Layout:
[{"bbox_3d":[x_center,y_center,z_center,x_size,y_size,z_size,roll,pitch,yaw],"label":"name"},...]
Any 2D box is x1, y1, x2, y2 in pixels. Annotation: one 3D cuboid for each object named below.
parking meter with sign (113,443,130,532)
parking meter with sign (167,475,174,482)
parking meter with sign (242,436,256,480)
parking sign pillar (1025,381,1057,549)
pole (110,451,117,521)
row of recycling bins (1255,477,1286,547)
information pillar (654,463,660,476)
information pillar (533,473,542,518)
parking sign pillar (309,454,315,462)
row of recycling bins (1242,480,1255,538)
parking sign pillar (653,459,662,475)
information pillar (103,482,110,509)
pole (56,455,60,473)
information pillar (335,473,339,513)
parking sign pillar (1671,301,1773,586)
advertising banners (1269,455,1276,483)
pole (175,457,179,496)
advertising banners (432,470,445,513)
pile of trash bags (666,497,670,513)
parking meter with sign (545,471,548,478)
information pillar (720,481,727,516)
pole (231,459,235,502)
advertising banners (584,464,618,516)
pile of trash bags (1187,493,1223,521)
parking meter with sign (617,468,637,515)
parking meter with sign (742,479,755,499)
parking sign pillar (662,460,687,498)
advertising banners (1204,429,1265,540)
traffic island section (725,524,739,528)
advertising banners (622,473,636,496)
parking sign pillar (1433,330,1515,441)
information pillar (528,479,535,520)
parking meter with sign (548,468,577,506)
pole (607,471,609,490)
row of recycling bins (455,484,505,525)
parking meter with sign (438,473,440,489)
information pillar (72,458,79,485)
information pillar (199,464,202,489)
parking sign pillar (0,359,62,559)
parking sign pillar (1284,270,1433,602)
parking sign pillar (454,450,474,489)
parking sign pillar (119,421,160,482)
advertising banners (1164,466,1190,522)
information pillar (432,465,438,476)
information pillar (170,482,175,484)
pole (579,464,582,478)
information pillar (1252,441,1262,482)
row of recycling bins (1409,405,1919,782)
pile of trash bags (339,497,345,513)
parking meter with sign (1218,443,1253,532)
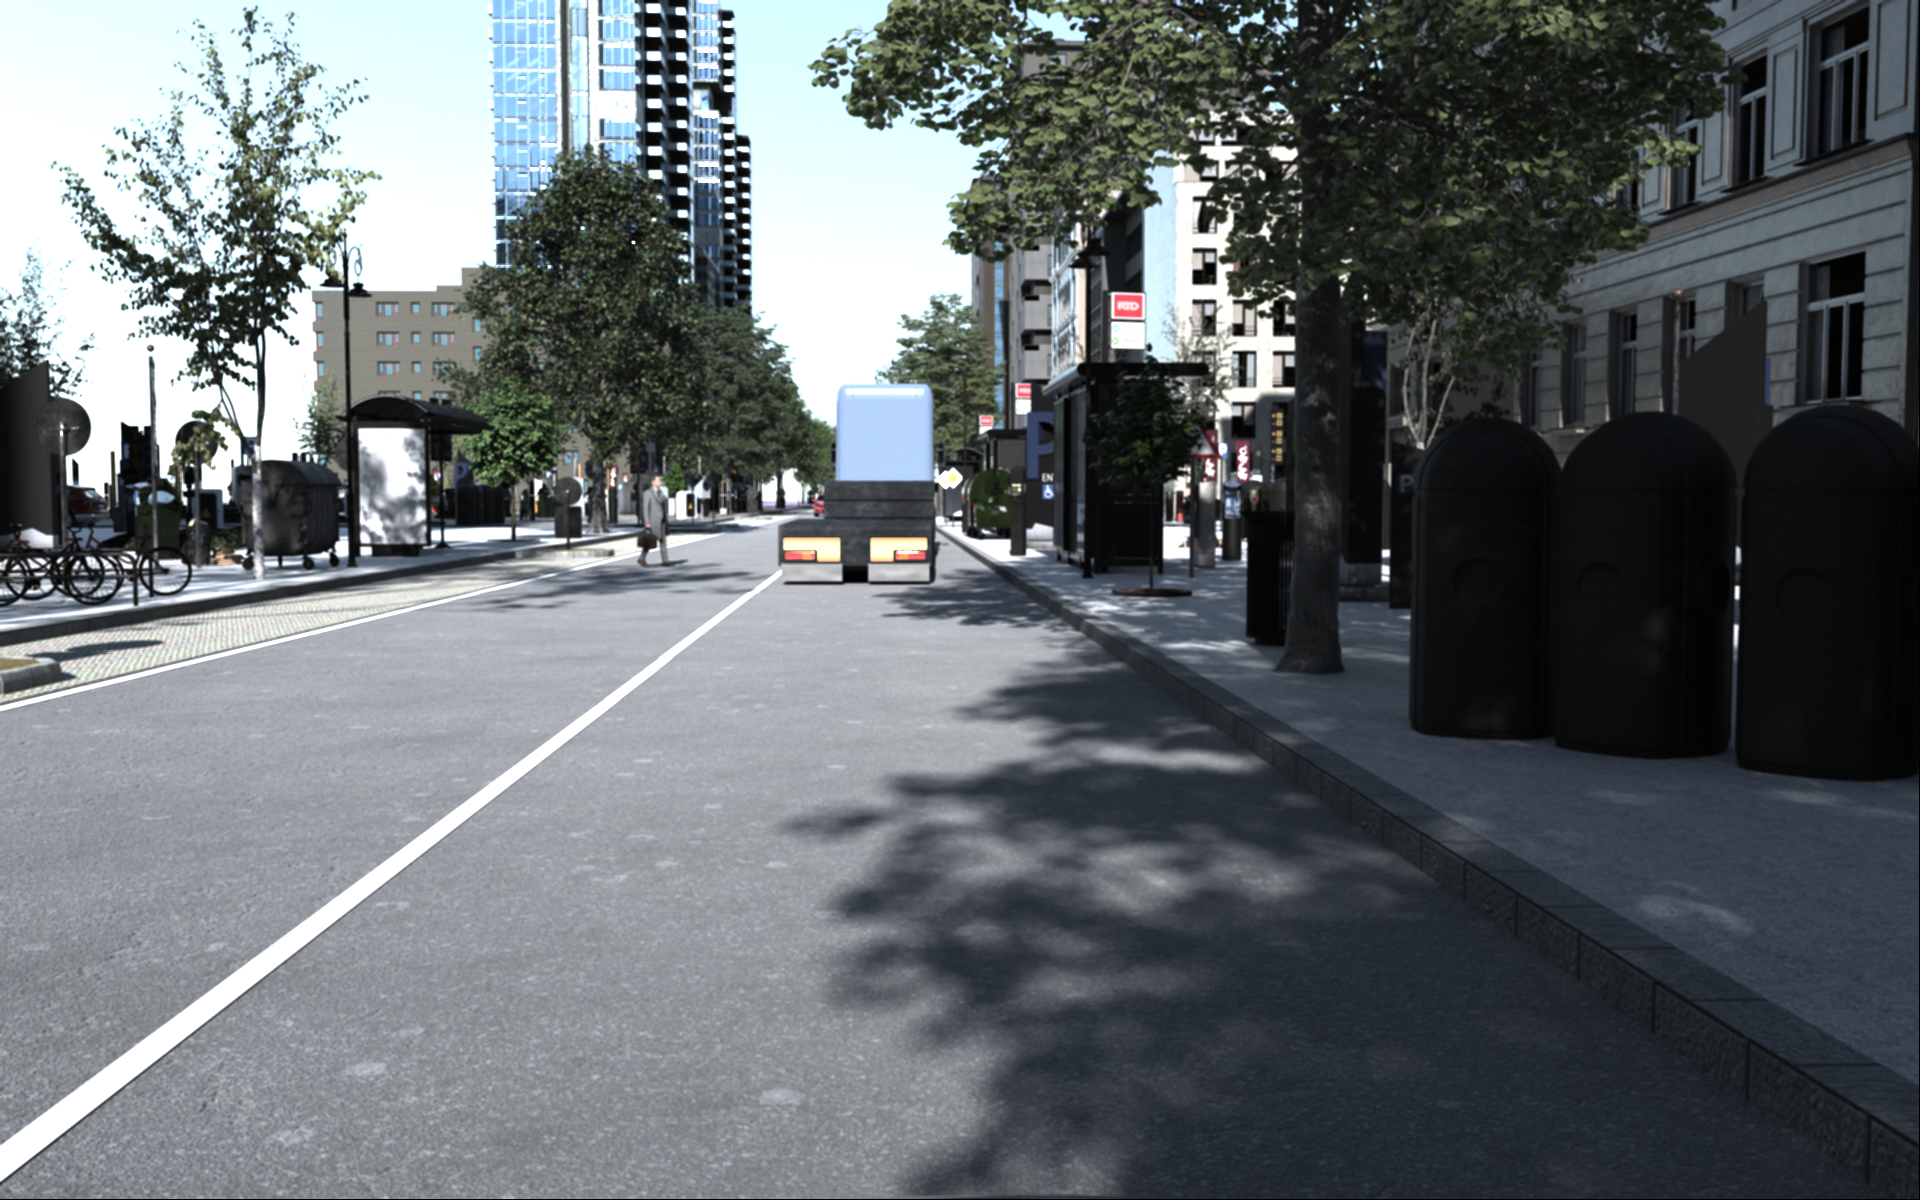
[{"bbox_3d":[-28.409,-3.833,58.938,0.543,3.016,1.738,-1,4,-12],"label":"parking meter with sign"},{"bbox_3d":[-65.490,-9.013,143.624,0.543,3.016,1.738,-2,4,-27],"label":"parking meter with sign"},{"bbox_3d":[-21.623,-3.487,53.276,0.543,3.016,1.738,-1,4,-13],"label":"parking meter with sign"},{"bbox_3d":[2.196,-3.205,40.878,1.447,3.967,1.447,2,4,32],"label":"parking sign pillar"},{"bbox_3d":[-39.950,-5.377,81.750,0.158,3.312,0.155,0,3,0],"label":"pole"},{"bbox_3d":[8.759,-2.085,41.195,1.069,1.692,3.534,-3,4,-37],"label":"row of recycling bins"},{"bbox_3d":[-22.871,-8.524,130.726,0.504,3.616,0.183,2,4,32],"label":"information pillar"},{"bbox_3d":[-23.053,-6.306,94.452,0.504,3.616,0.183,-2,4,-31],"label":"information pillar"},{"bbox_3d":[-43.091,-7.788,115.809,1.447,3.967,1.447,0,4,-6],"label":"parking sign pillar"},{"bbox_3d":[9.874,-2.699,51.249,3.534,1.692,1.069,-1,4,-23],"label":"row of recycling bins"},{"bbox_3d":[-23.082,-8.831,132.865,1.447,3.967,1.447,1,4,11],"label":"parking sign pillar"},{"bbox_3d":[-51.377,-6.104,104.294,0.304,2.012,0.304,-1,4,-20],"label":"information pillar"},{"bbox_3d":[-23.420,-3.137,45.133,0.158,3.312,0.155,0,3,0],"label":"pole"},{"bbox_3d":[-21.562,-3.363,59.482,0.304,2.012,0.304,1,4,18],"label":"information pillar"},{"bbox_3d":[10.914,-2.225,24.851,1.447,3.967,1.447,-3,5,-40],"label":"parking sign pillar"},{"bbox_3d":[9.830,-3.635,55.622,2.074,3.025,0.090,1,4,17],"label":"advertising banners"},{"bbox_3d":[-42.845,-6.172,94.749,0.158,3.312,0.155,0,3,0],"label":"pole"},{"bbox_3d":[-37.924,-8.029,127.462,2.074,3.025,0.090,1,4,17],"label":"advertising banners"},{"bbox_3d":[-20.341,-6.520,116.350,1.912,1.369,3.447,-2,4,-26],"label":"pile of trash bags"},{"bbox_3d":[-30.837,-8.308,132.101,1.738,3.016,0.543,3,4,37],"label":"parking meter with sign"},{"bbox_3d":[-13.621,-5.820,99.645,0.304,2.012,0.304,-3,5,-45],"label":"information pillar"},{"bbox_3d":[-42.277,-6.537,100.727,0.158,3.312,0.155,0,3,0],"label":"pole"},{"bbox_3d":[-21.224,-6.496,102.392,2.074,3.025,0.090,0,4,2],"label":"advertising banners"},{"bbox_3d":[12.458,-4.517,83.609,3.447,1.369,1.912,3,4,38],"label":"pile of trash bags"},{"bbox_3d":[-21.035,-6.880,108.757,0.543,3.016,1.738,3,4,37],"label":"parking meter with sign"},{"bbox_3d":[-18.204,-9.262,147.691,1.738,3.016,0.543,-2,4,-30],"label":"parking meter with sign"},{"bbox_3d":[-19.909,-8.176,122.151,1.447,3.967,1.447,1,4,11],"label":"parking sign pillar"},{"bbox_3d":[7.293,-3.066,46.318,0.090,3.025,2.074,-3,5,-44],"label":"advertising banners"},{"bbox_3d":[-10.471,-3.132,73.482,2.009,0.180,2.903,0,4,-3],"label":"traffic island section"},{"bbox_3d":[-26.518,-8.845,140.809,2.074,3.025,0.090,1,4,17],"label":"advertising banners"},{"bbox_3d":[8.260,-2.422,28.067,1.447,3.967,1.447,-1,4,-9],"label":"parking sign pillar"},{"bbox_3d":[-21.148,-4.958,85.549,0.304,2.012,0.304,-1,4,-16],"label":"information pillar"},{"bbox_3d":[-26.952,-7.441,117.928,1.738,3.016,0.543,0,4,-6],"label":"parking meter with sign"},{"bbox_3d":[-20.363,-6.508,100.245,0.158,3.312,0.155,0,3,0],"label":"pole"},{"bbox_3d":[-20.460,-4.073,73.700,1.069,1.692,3.534,1,4,11],"label":"row of recycling bins"},{"bbox_3d":[-42.710,-8.891,141.630,0.543,3.016,1.738,-1,4,-10],"label":"parking meter with sign"},{"bbox_3d":[-56.923,-7.348,111.493,0.183,3.616,0.504,1,4,19],"label":"information pillar"},{"bbox_3d":[-48.374,-7.270,110.221,0.183,3.616,0.504,0,4,7],"label":"information pillar"},{"bbox_3d":[-18.891,-2.830,34.742,1.447,3.967,1.447,-1,4,-13],"label":"parking sign pillar"},{"bbox_3d":[4.800,-2.002,21.208,1.447,3.967,1.447,0,4,-3],"label":"parking sign pillar"},{"bbox_3d":[-30.293,-7.176,105.802,1.447,3.967,1.447,2,4,33],"label":"parking sign pillar"},{"bbox_3d":[-30.214,-4.609,63.832,1.447,3.967,1.447,-1,4,-10],"label":"parking sign pillar"},{"bbox_3d":[10.186,-5.151,80.404,2.074,3.025,0.090,-3,5,-44],"label":"advertising banners"},{"bbox_3d":[-42.578,-9.122,140.500,0.504,3.616,0.183,-2,4,-33],"label":"information pillar"},{"bbox_3d":[-49.794,-6.428,109.593,0.304,2.012,0.304,-1,4,-16],"label":"information pillar"},{"bbox_3d":[-25.647,-7.535,117.041,0.158,3.312,0.155,0,3,0],"label":"pole"},{"bbox_3d":[13.105,-5.198,76.343,0.504,3.616,0.183,3,5,44],"label":"information pillar"},{"bbox_3d":[3.825,-0.081,8.436,3.534,1.692,1.069,3,5,43],"label":"row of recycling bins"},{"bbox_3d":[-44.493,-6.784,120.670,3.447,1.369,1.912,-1,4,-8],"label":"pile of trash bags"},{"bbox_3d":[9.485,-3.803,58.437,0.543,3.016,1.738,-3,5,-44],"label":"parking meter with sign"}]
